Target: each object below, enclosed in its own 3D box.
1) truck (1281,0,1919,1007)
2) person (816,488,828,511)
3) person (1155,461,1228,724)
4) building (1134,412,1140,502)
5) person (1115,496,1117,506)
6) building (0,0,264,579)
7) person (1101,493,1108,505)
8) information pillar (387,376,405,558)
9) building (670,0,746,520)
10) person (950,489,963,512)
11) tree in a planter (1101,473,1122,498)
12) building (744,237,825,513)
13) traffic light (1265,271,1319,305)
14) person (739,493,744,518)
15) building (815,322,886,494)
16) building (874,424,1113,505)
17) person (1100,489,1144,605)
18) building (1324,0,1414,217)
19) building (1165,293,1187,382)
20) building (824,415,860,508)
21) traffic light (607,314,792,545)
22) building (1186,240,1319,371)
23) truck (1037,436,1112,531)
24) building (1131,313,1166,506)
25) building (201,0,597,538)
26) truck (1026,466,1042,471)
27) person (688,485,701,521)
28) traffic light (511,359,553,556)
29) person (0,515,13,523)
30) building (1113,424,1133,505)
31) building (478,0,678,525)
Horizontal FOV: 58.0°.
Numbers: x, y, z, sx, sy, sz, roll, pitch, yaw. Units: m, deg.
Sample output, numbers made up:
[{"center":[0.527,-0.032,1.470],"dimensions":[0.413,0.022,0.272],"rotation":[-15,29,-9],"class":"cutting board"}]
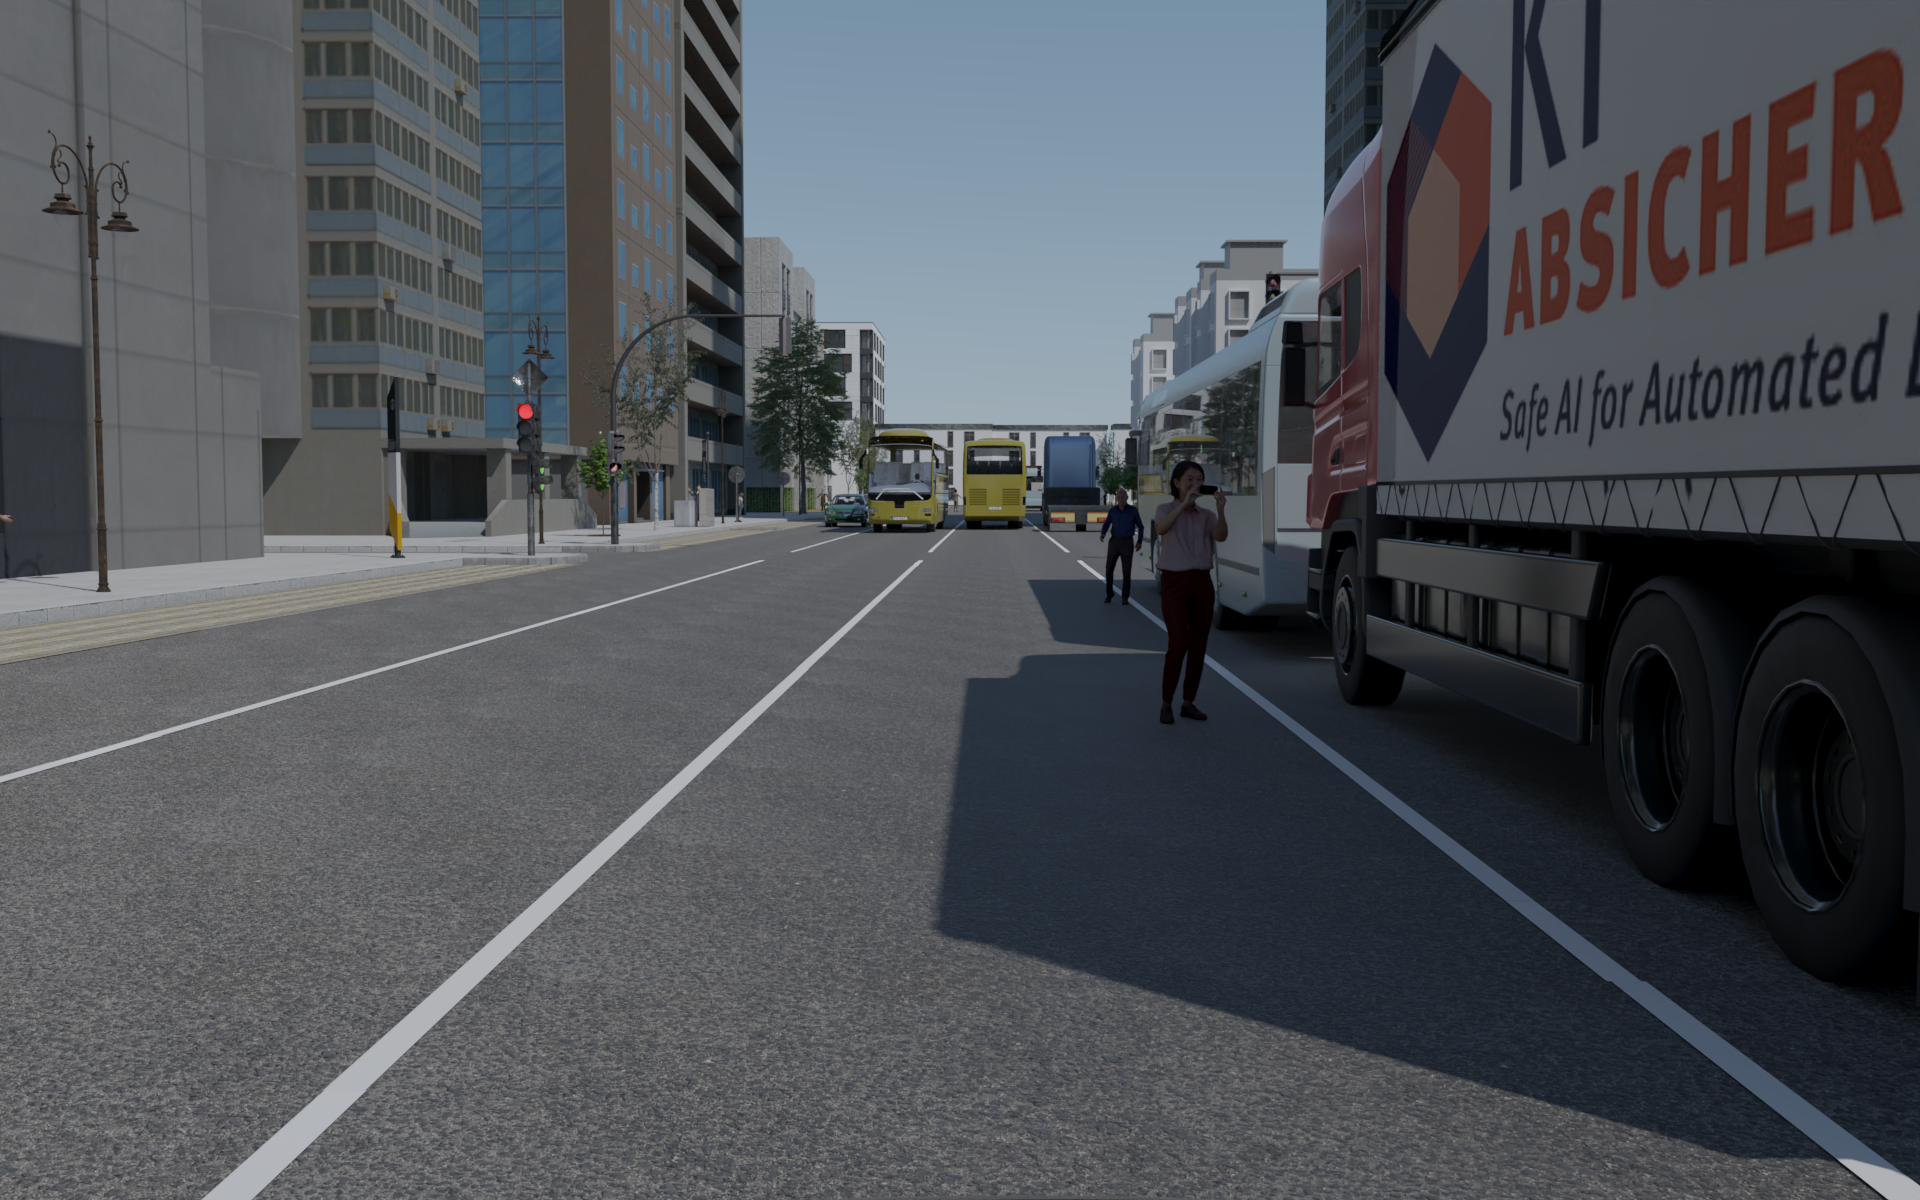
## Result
[{"center":[3.723,-1.187,8.327],"dimensions":[2.839,4.237,11.283],"rotation":[0,4,1],"class":"truck"},{"center":[-10.246,-7.475,128.987],"dimensions":[1.217,1.736,0.721],"rotation":[3,5,41],"class":"person"},{"center":[1.466,-0.059,10.926],"dimensions":[0.517,1.644,0.566],"rotation":[2,4,25],"class":"person"},{"center":[22.589,-13.694,166.039],"dimensions":[9.099,9.664,28.070],"rotation":[0,4,1],"class":"building"},{"center":[15.100,-9.761,166.439],"dimensions":[0.445,1.727,0.742],"rotation":[-3,5,-40],"class":"person"},{"center":[-24.641,-35.768,23.060],"dimensions":[20.611,71.187,20.563],"rotation":[0,4,1],"class":"building"},{"center":[12.602,-8.684,151.199],"dimensions":[0.721,1.735,1.217],"rotation":[2,4,31],"class":"person"},{"center":[-11.322,-2.650,34.682],"dimensions":[0.183,3.616,0.504],"rotation":[-3,4,-38],"class":"information pillar"},{"center":[-23.963,-28.793,94.475],"dimensions":[21.300,48.544,21.600],"rotation":[0,4,1],"class":"building"},{"center":[-0.303,-7.901,137.681],"dimensions":[1.348,1.824,0.705],"rotation":[2,4,33],"class":"person"},{"center":[12.786,-9.077,145.624],"dimensions":[1.991,3.239,1.994],"rotation":[0,4,1],"class":"tree in a planter"},{"center":[-20.508,-16.443,135.297],"dimensions":[16.747,18.905,31.486],"rotation":[0,4,1],"class":"building"},{"center":[8.577,-3.720,35.496],"dimensions":[4.771,5.953,1.251],"rotation":[0,4,1],"class":"traffic light"},{"center":[-11.606,-4.985,91.464],"dimensions":[0.435,1.345,0.340],"rotation":[2,4,28],"class":"person"},{"center":[-26.364,-22.993,219.912],"dimensions":[32.646,21.610,27.936],"rotation":[0,4,1],"class":"building"},{"center":[3.906,-16.425,210.689],"dimensions":[28.070,9.664,9.099],"rotation":[0,4,1],"class":"building"},{"center":[2.018,-0.691,22.486],"dimensions":[0.574,1.496,0.600],"rotation":[3,5,42],"class":"person"},{"center":[33.964,-24.819,97.664],"dimensions":[32.217,40.220,23.993],"rotation":[0,4,1],"class":"building"},{"center":[26.151,-17.709,145.961],"dimensions":[16.016,20.091,11.380],"rotation":[0,4,1],"class":"building"},{"center":[-25.272,-15.071,188.565],"dimensions":[28.070,9.664,9.099],"rotation":[0,4,1],"class":"building"},{"center":[-6.664,-4.236,43.931],"dimensions":[4.771,5.953,1.251],"rotation":[0,4,1],"class":"traffic light"},{"center":[26.491,-17.009,134.522],"dimensions":[16.016,20.091,11.380],"rotation":[0,4,1],"class":"building"},{"center":[4.876,-5.174,74.356],"dimensions":[2.967,4.110,18.799],"rotation":[0,4,2],"class":"truck"},{"center":[26.528,-20.167,186.151],"dimensions":[16.016,20.091,11.380],"rotation":[0,4,1],"class":"building"},{"center":[-30.021,-22.387,57.909],"dimensions":[32.217,40.220,23.993],"rotation":[0,4,1],"class":"building"},{"center":[6.839,-11.407,175.417],"dimensions":[2.839,4.237,11.283],"rotation":[0,3,0],"class":"truck"},{"center":[-12.404,-4.548,81.210],"dimensions":[0.742,1.727,0.445],"rotation":[0,4,-3],"class":"person"},{"center":[-8.908,-2.876,35.952],"dimensions":[0.839,4.253,0.868],"rotation":[0,4,1],"class":"traffic light"},{"center":[-13.532,-0.961,23.710],"dimensions":[0.963,1.587,0.435],"rotation":[-1,4,-15],"class":"person"},{"center":[32.381,-16.406,210.385],"dimensions":[28.070,9.664,9.099],"rotation":[0,4,1],"class":"building"},{"center":[-20.823,-26.088,76.644],"dimensions":[14.600,45.320,14.200],"rotation":[0,4,1],"class":"building"}]
